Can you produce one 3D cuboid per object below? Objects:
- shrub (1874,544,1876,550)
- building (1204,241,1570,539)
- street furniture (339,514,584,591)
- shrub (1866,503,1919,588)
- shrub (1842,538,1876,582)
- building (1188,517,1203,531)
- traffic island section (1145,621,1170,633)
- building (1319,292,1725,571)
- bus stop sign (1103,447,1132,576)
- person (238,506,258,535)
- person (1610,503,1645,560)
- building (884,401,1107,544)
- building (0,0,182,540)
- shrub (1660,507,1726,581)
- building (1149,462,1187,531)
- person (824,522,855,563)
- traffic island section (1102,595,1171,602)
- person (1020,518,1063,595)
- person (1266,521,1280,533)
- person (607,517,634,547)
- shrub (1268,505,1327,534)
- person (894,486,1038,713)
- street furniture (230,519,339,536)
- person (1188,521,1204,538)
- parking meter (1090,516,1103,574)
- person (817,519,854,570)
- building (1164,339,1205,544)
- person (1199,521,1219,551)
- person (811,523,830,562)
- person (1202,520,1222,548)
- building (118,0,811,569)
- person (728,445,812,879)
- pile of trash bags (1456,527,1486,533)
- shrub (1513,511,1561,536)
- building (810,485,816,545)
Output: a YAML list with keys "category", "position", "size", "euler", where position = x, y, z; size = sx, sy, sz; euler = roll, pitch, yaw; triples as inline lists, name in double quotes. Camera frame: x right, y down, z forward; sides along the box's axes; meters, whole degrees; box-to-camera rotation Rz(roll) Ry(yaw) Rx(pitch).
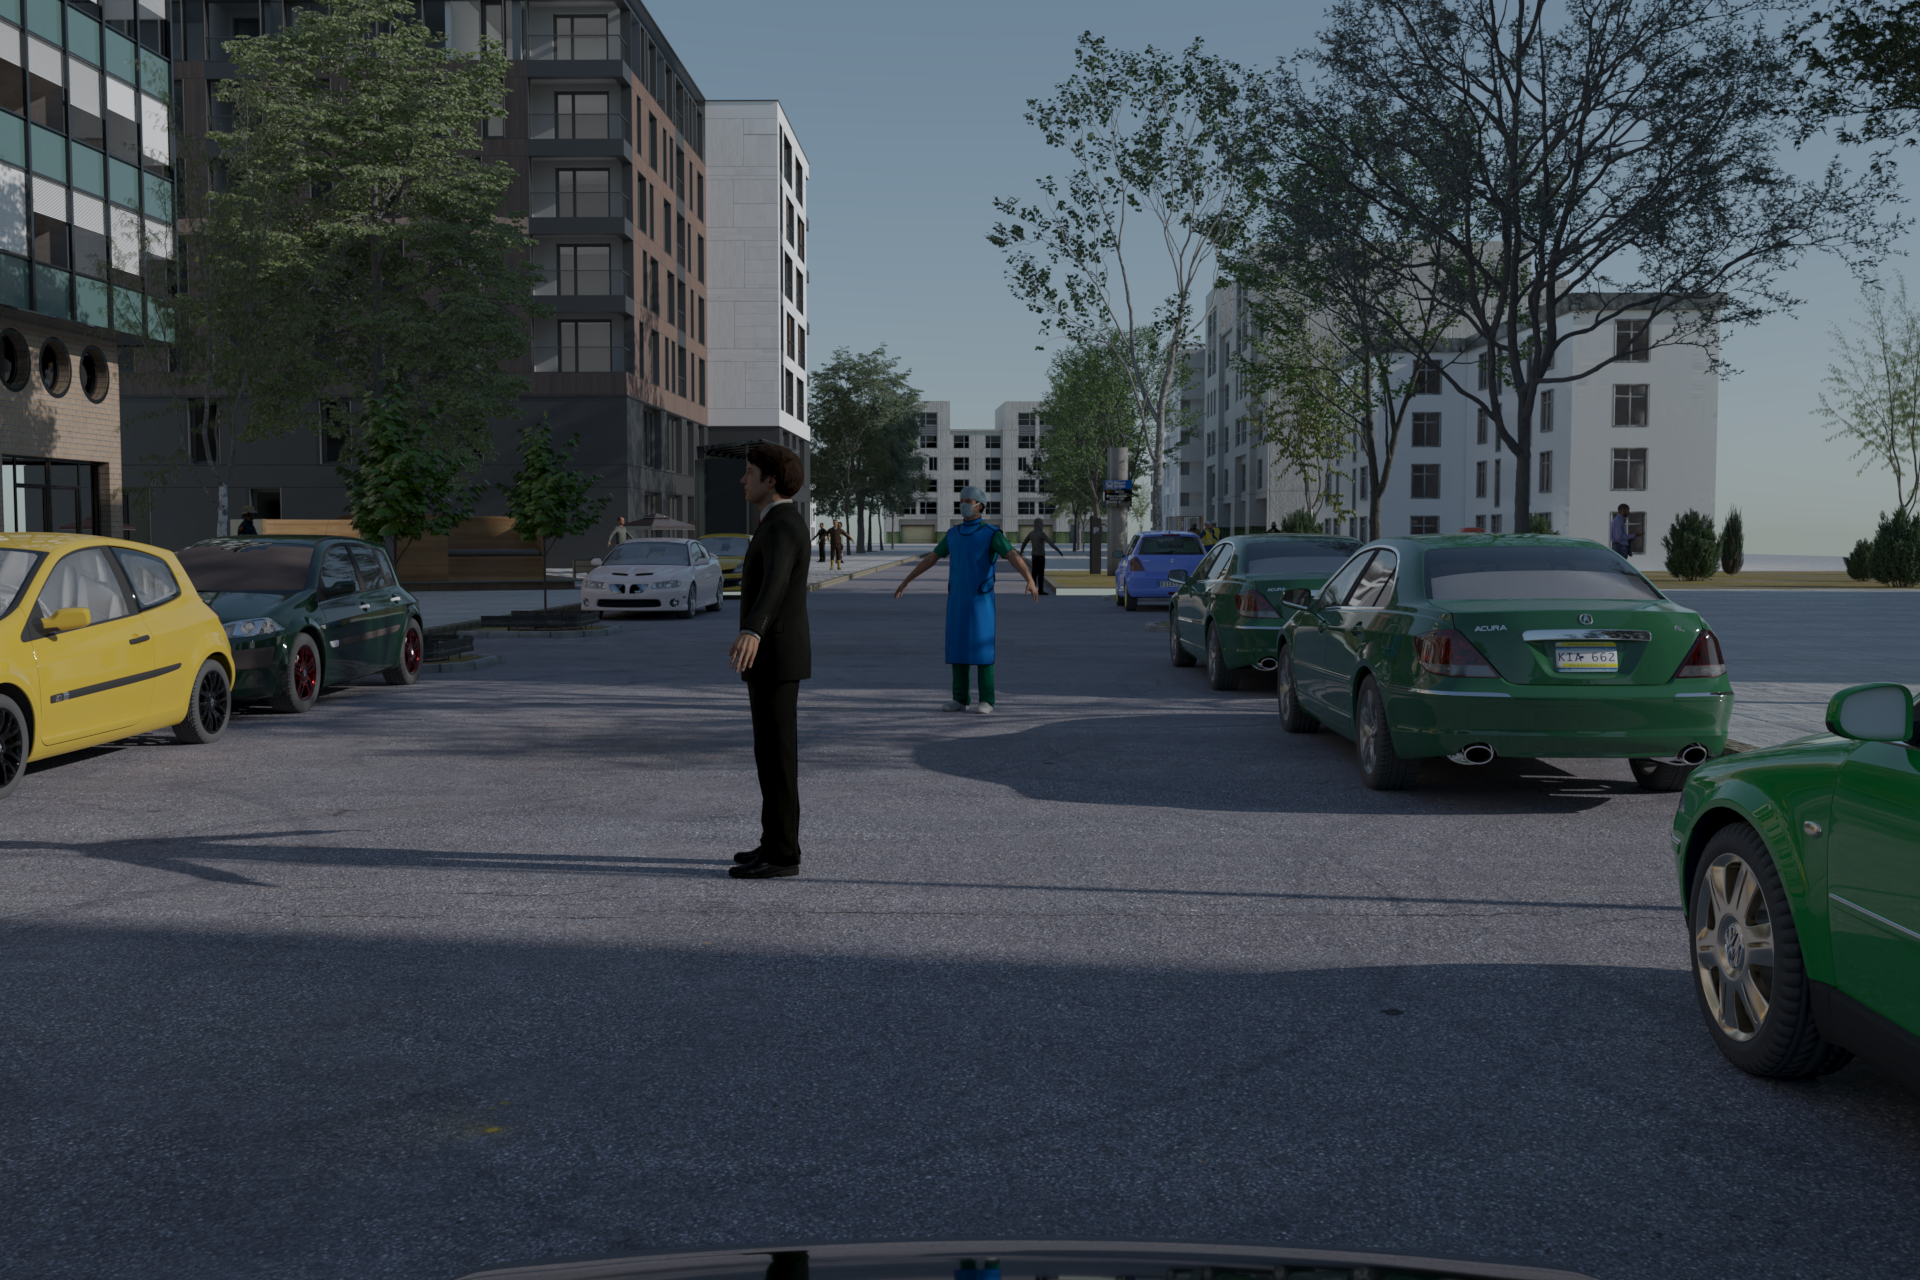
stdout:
- category: "shrub"
  position: [29.323, -2.690, 55.099]
  size: [1.383, 1.207, 1.383]
  euler: [0, 3, 0]
- category: "building"
  position: [26.230, -15.104, 113.409]
  size: [16.747, 18.905, 31.486]
  euler: [0, 4, 1]
- category: "street furniture"
  position: [-13.745, -2.179, 42.489]
  size: [11.010, 1.723, 9.812]
  euler: [-2, 4, -25]
- category: "shrub"
  position: [22.720, -2.284, 41.755]
  size: [1.690, 2.028, 1.600]
  euler: [0, 3, 0]
- category: "shrub"
  position: [24.444, -2.186, 46.856]
  size: [1.383, 1.207, 1.383]
  euler: [0, 3, 0]
- category: "building"
  position: [29.512, -20.092, 184.930]
  size: [16.016, 20.090, 11.380]
  euler: [0, 4, 1]
- category: "traffic island section"
  position: [3.788, -0.186, 25.912]
  size: [1.991, 0.108, 1.994]
  euler: [0, 4, 1]
- category: "building"
  position: [22.381, -8.086, 74.352]
  size: [9.099, 9.664, 28.070]
  euler: [0, 4, 2]
- category: "bus stop sign"
  position: [4.806, -3.904, 52.851]
  size: [0.837, 3.901, 0.837]
  euler: [0, 4, 2]
- category: "person"
  position: [-14.105, -1.749, 34.465]
  size: [0.704, 1.845, 1.351]
  euler: [0, 4, -5]
- category: "person"
  position: [12.193, -1.575, 31.660]
  size: [0.599, 1.838, 0.709]
  euler: [1, 4, 17]
- category: "building"
  position: [5.461, -22.509, 236.929]
  size: [31.486, 18.905, 16.747]
  euler: [0, 4, -4]
- category: "building"
  position: [-30.769, -13.246, 23.152]
  size: [21.656, 26.213, 47.522]
  euler: [0, 4, 1]
- category: "shrub"
  position: [20.016, -2.623, 47.301]
  size: [1.690, 2.028, 1.600]
  euler: [0, 3, 0]
- category: "building"
  position: [27.892, -15.914, 202.344]
  size: [9.099, 9.664, 28.070]
  euler: [0, 4, 1]
- category: "person"
  position: [-5.300, -4.270, 75.966]
  size: [1.345, 1.843, 0.704]
  euler: [-1, 4, -16]
- category: "traffic island section"
  position: [4.101, -0.903, 37.638]
  size: [1.991, 0.108, 1.994]
  euler: [0, 4, 1]
- category: "person"
  position: [1.862, -1.967, 40.741]
  size: [0.705, 1.813, 1.348]
  euler: [-3, 5, -44]
- category: "person"
  position: [14.301, -4.474, 78.937]
  size: [1.354, 1.856, 0.705]
  euler: [1, 4, 22]
- category: "person"
  position: [-10.228, -2.819, 52.368]
  size: [0.705, 1.796, 1.348]
  euler: [2, 4, 33]
- category: "shrub"
  position: [9.353, -2.668, 47.663]
  size: [1.661, 2.075, 1.752]
  euler: [0, 3, 0]
- category: "person"
  position: [0.078, -0.327, 13.934]
  size: [1.347, 1.817, 0.704]
  euler: [2, 4, 33]
- category: "street furniture"
  position: [-18.599, -2.938, 54.895]
  size: [11.010, 1.723, 9.812]
  euler: [3, 5, 39]
- category: "person"
  position: [10.293, -4.305, 76.148]
  size: [1.354, 1.858, 0.705]
  euler: [-1, 4, -9]
- category: "parking meter"
  position: [4.340, -3.029, 55.235]
  size: [0.399, 1.863, 0.255]
  euler: [0, 4, 0]
- category: "person"
  position: [-4.466, -3.422, 62.093]
  size: [1.346, 1.812, 0.704]
  euler: [0, 4, -7]
- category: "building"
  position: [25.097, -19.089, 168.530]
  size: [16.016, 20.090, 11.380]
  euler: [0, 4, 1]
- category: "person"
  position: [9.301, -3.558, 64.630]
  size: [1.216, 1.772, 0.721]
  euler: [-3, 5, -42]
- category: "person"
  position: [-6.288, -4.423, 78.542]
  size: [0.704, 1.802, 1.346]
  euler: [-3, 5, -42]
- category: "person"
  position: [10.036, -3.831, 68.606]
  size: [0.705, 1.833, 1.349]
  euler: [3, 5, 41]
- category: "building"
  position: [-22.508, -14.432, 79.931]
  size: [27.936, 21.610, 32.646]
  euler: [0, 4, 1]
- category: "person"
  position: [-0.816, 0.079, 7.347]
  size: [0.705, 1.806, 1.347]
  euler: [0, 4, -4]
- category: "pile of trash bags"
  position: [6.547, -0.693, 21.081]
  size: [1.912, 1.369, 3.447]
  euler: [0, 4, 2]
- category: "shrub"
  position: [18.320, -3.104, 55.162]
  size: [1.690, 2.028, 1.600]
  euler: [0, 3, 0]
- category: "building"
  position: [-21.397, -16.024, 204.132]
  size: [9.099, 9.664, 28.070]
  euler: [0, 4, 1]
